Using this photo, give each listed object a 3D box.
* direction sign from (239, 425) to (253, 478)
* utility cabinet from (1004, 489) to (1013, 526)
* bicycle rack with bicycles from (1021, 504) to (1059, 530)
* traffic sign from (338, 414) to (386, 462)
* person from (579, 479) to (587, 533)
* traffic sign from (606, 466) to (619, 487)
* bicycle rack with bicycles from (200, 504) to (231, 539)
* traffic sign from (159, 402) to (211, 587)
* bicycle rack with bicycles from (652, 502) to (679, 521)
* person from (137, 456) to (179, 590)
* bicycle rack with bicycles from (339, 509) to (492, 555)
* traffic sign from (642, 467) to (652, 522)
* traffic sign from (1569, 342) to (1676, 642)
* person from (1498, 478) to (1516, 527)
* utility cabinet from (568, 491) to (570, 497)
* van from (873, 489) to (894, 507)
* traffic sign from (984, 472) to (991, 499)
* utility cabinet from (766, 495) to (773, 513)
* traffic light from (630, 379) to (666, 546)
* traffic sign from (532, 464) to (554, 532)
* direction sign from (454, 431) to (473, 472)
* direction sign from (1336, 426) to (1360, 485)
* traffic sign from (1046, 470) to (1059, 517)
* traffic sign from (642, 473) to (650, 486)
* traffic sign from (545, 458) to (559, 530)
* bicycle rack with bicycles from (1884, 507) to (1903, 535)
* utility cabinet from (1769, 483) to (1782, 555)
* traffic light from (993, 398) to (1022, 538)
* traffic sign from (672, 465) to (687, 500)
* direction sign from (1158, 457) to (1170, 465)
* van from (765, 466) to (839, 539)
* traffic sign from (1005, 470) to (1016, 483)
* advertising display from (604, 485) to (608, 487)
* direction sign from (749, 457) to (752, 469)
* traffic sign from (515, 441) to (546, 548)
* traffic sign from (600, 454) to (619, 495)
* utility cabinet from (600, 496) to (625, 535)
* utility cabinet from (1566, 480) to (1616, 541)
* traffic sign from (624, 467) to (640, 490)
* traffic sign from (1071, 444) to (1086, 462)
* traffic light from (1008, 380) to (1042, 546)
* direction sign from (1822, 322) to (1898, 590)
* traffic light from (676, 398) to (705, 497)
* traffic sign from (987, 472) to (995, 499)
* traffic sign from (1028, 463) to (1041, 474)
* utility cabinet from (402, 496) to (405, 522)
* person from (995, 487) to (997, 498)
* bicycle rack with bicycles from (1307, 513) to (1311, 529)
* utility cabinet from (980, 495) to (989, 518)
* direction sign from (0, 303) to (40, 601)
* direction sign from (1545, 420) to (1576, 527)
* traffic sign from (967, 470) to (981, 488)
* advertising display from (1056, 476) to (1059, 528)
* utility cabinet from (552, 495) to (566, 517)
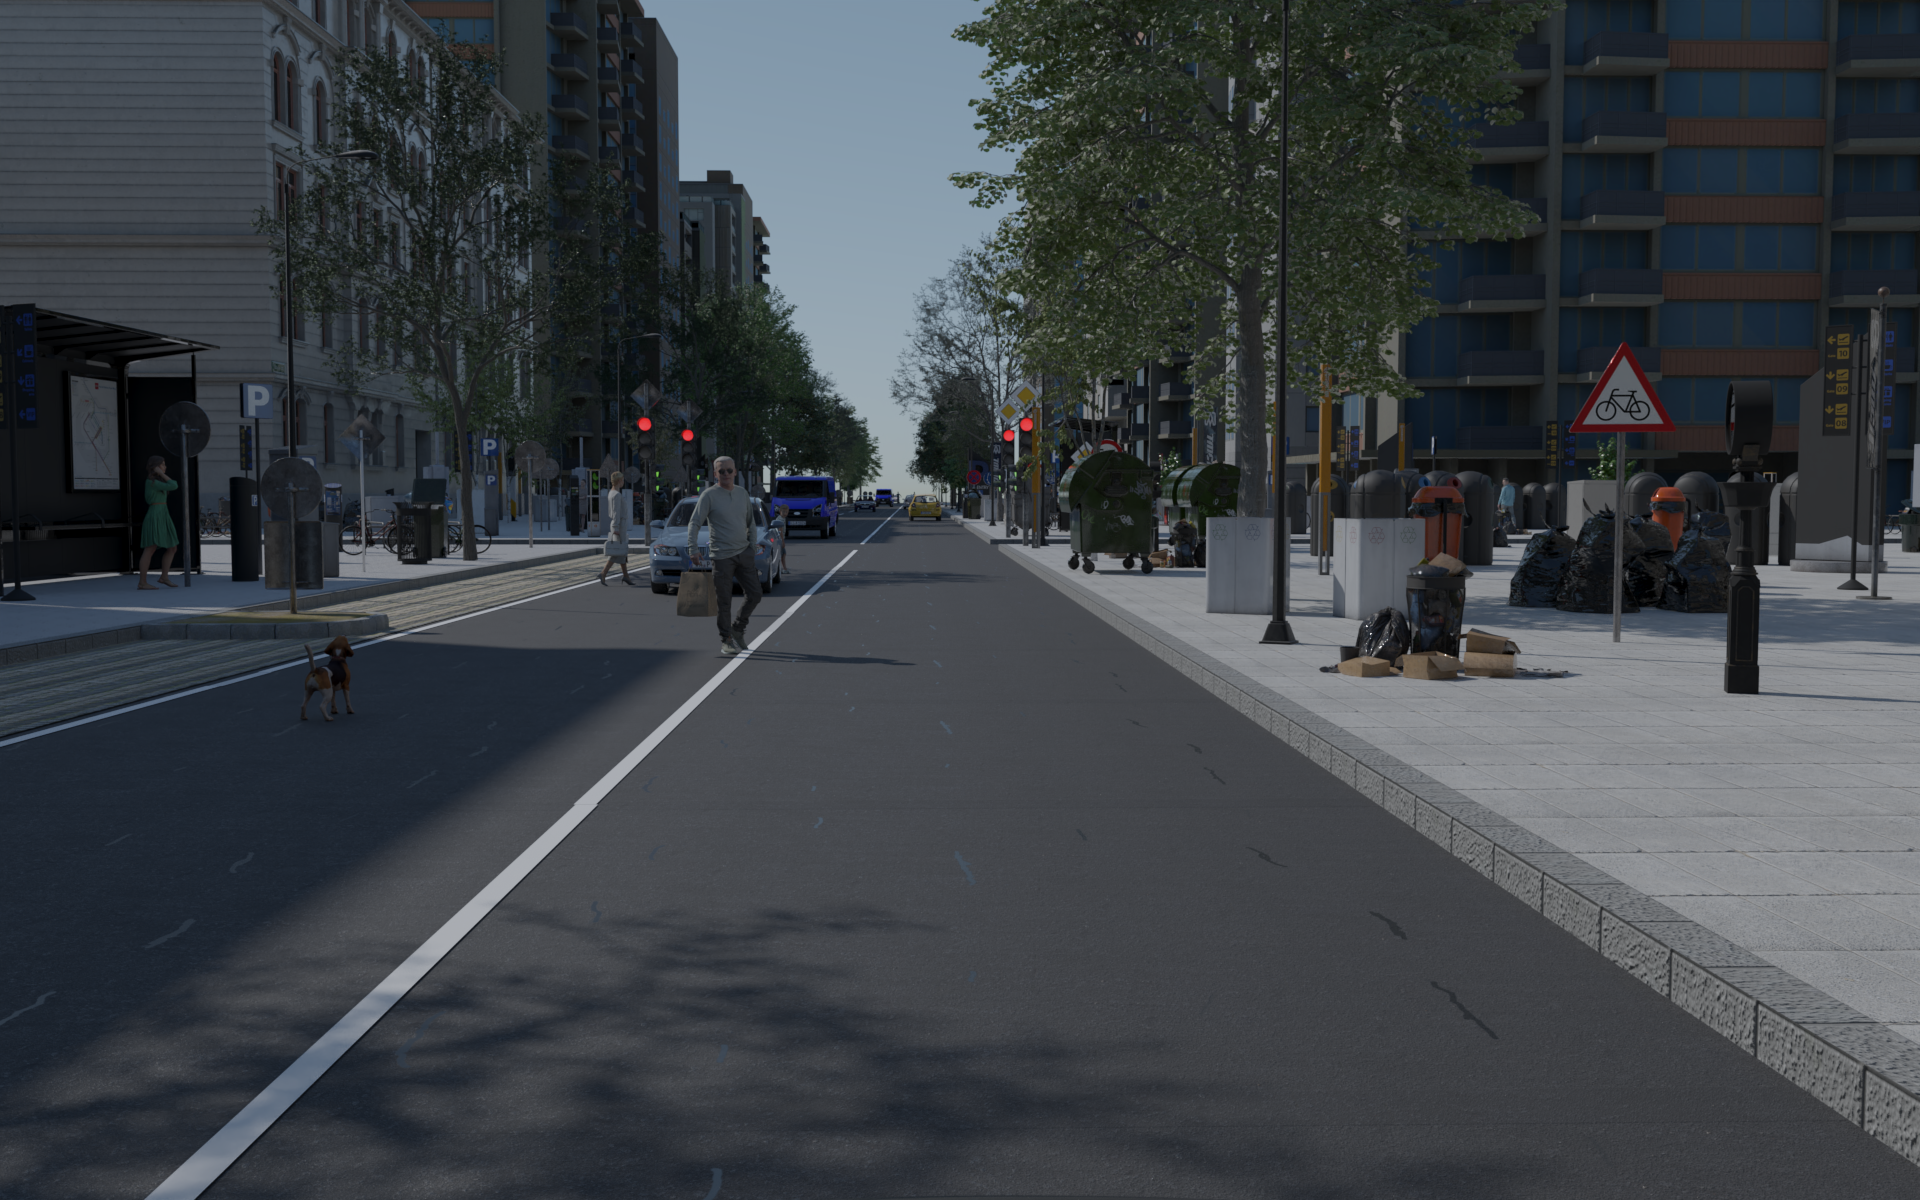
[{"bbox_3d":[-23.578,-3.991,57.246,0.379,3.537,0.876,0,4,1],"label":"direction sign"},{"bbox_3d":[1.942,-3.702,69.212,0.318,1.500,1.173,0,4,-4],"label":"utility cabinet"},{"bbox_3d":[3.378,-2.889,60.618,2.925,0.926,2.852,1,4,20],"label":"bicycle rack with bicycles"},{"bbox_3d":[-9.817,-1.756,28.437,0.795,2.593,0.064,0,4,3],"label":"traffic sign"},{"bbox_3d":[-12.535,-3.121,57.405,0.599,1.781,0.374,-2,4,-34],"label":"person"},{"bbox_3d":[-15.227,-4.647,76.091,0.768,2.556,0.104,0,4,6],"label":"traffic sign"},{"bbox_3d":[-21.712,-2.270,50.494,2.925,0.926,2.852,-2,4,-32],"label":"bicycle rack with bicycles"},{"bbox_3d":[-10.687,-1.454,23.887,0.768,2.556,0.104,0,4,7],"label":"traffic sign"},{"bbox_3d":[-12.799,-4.110,80.578,2.925,0.926,2.852,0,4,-3],"label":"bicycle rack with bicycles"},{"bbox_3d":[-10.826,-1.042,23.332,0.529,1.795,0.600,-2,4,-31],"label":"person"},{"bbox_3d":[-11.509,-1.458,37.213,2.925,0.926,2.852,0,4,0],"label":"bicycle rack with bicycles"},{"bbox_3d":[-14.005,-4.801,78.495,0.884,2.594,0.081,0,4,5],"label":"traffic sign"},{"bbox_3d":[5.684,-0.912,14.920,0.884,2.594,0.081,0,4,6],"label":"traffic sign"},{"bbox_3d":[19.045,-3.323,60.237,0.638,1.841,0.748,0,4,-8],"label":"person"},{"bbox_3d":[-27.813,-7.023,123.507,0.318,1.500,1.173,1,4,20],"label":"utility cabinet"},{"bbox_3d":[-8.290,-11.327,189.573,2.240,2.365,5.245,0,3,0],"label":"van"},{"bbox_3d":[1.732,-6.040,98.853,0.768,2.556,0.104,0,4,2],"label":"traffic sign"},{"bbox_3d":[-10.947,-5.445,100.194,0.306,1.237,1.020,-2,4,-26],"label":"utility cabinet"},{"bbox_3d":[-7.652,-3.274,42.449,0.839,4.253,0.868,0,4,-1],"label":"traffic light"},{"bbox_3d":[-14.334,-3.623,59.247,0.884,2.594,0.081,0,4,3],"label":"traffic sign"},{"bbox_3d":[-17.804,-4.290,62.132,0.379,3.537,0.876,2,4,27],"label":"direction sign"},{"bbox_3d":[12.907,-4.018,57.688,0.379,3.537,0.876,-3,5,-43],"label":"direction sign"},{"bbox_3d":[4.879,-5.530,90.516,0.768,2.556,0.104,0,4,6],"label":"traffic sign"},{"bbox_3d":[-15.359,-5.089,85.328,0.606,2.300,0.079,0,4,0],"label":"traffic sign"},{"bbox_3d":[-14.578,-3.746,61.358,0.768,2.556,0.104,0,4,2],"label":"traffic sign"},{"bbox_3d":[30.270,-2.534,54.807,2.852,0.926,2.925,-1,4,-10],"label":"bicycle rack with bicycles"},{"bbox_3d":[17.082,-1.655,35.737,1.173,1.500,0.318,3,4,36],"label":"utility cabinet"},{"bbox_3d":[1.398,-3.778,50.687,0.839,4.253,0.868,0,4,-1],"label":"traffic light"},{"bbox_3d":[-12.340,-4.699,76.833,0.884,2.594,0.081,0,4,4],"label":"traffic sign"},{"bbox_3d":[12.608,-7.020,106.781,0.876,3.537,0.379,2,4,32],"label":"direction sign"},{"bbox_3d":[-5.134,-3.223,57.073,2.240,2.365,5.245,0,3,0],"label":"van"},{"bbox_3d":[2.124,-4.225,71.202,0.606,2.300,0.079,0,4,1],"label":"traffic sign"},{"bbox_3d":[-25.592,-7.318,124.859,0.974,1.923,0.123,1,4,8],"label":"advertising display"},{"bbox_3d":[-13.052,-7.067,107.544,0.379,3.537,0.876,-1,4,-21],"label":"direction sign"},{"bbox_3d":[-10.246,-2.519,41.295,0.768,2.556,0.104,0,4,6],"label":"traffic sign"},{"bbox_3d":[-11.264,-3.395,55.518,0.884,2.594,0.081,0,4,7],"label":"traffic sign"},{"bbox_3d":[-10.944,-2.619,53.976,1.020,1.237,0.306,1,4,22],"label":"utility cabinet"},{"bbox_3d":[10.164,-1.170,27.802,1.173,1.500,0.318,-3,5,-41],"label":"utility cabinet"},{"bbox_3d":[-15.153,-4.889,80.035,0.768,2.556,0.104,0,4,0],"label":"traffic sign"},{"bbox_3d":[3.156,-2.647,43.019,0.795,2.593,0.064,0,4,3],"label":"traffic sign"},{"bbox_3d":[1.606,-3.290,42.704,0.839,4.253,0.868,0,4,-1],"label":"traffic light"},{"bbox_3d":[11.984,-1.905,23.141,0.876,3.537,0.379,3,5,43],"label":"direction sign"},{"bbox_3d":[-7.860,-3.762,50.431,0.839,4.253,0.868,0,4,-1],"label":"traffic light"},{"bbox_3d":[1.921,-5.940,97.221,0.768,2.556,0.104,0,4,8],"label":"traffic sign"},{"bbox_3d":[2.999,-4.226,69.195,0.768,2.556,0.104,0,4,2],"label":"traffic sign"},{"bbox_3d":[-23.432,-3.727,72.093,0.306,1.237,1.020,-3,4,-37],"label":"utility cabinet"},{"bbox_3d":[2.352,-6.523,112.873,0.473,1.802,0.592,0,4,6],"label":"person"},{"bbox_3d":[11.304,-2.995,62.356,2.925,0.926,2.852,-1,4,-18],"label":"bicycle rack with bicycles"},{"bbox_3d":[1.080,-5.074,94.125,1.020,1.237,0.306,-2,4,-26],"label":"utility cabinet"},{"bbox_3d":[-11.361,-1.761,20.785,0.876,3.537,0.379,1,4,23],"label":"direction sign"},{"bbox_3d":[18.468,-3.750,53.305,0.876,3.537,0.379,2,4,30],"label":"direction sign"},{"bbox_3d":[0.741,-5.592,91.529,0.768,2.556,0.104,0,4,6],"label":"traffic sign"},{"bbox_3d":[3.811,-3.502,62.478,0.123,1.923,0.974,-2,4,-35],"label":"advertising display"},{"bbox_3d":[-22.770,-5.318,98.114,1.020,1.237,0.306,2,4,33],"label":"utility cabinet"}]
